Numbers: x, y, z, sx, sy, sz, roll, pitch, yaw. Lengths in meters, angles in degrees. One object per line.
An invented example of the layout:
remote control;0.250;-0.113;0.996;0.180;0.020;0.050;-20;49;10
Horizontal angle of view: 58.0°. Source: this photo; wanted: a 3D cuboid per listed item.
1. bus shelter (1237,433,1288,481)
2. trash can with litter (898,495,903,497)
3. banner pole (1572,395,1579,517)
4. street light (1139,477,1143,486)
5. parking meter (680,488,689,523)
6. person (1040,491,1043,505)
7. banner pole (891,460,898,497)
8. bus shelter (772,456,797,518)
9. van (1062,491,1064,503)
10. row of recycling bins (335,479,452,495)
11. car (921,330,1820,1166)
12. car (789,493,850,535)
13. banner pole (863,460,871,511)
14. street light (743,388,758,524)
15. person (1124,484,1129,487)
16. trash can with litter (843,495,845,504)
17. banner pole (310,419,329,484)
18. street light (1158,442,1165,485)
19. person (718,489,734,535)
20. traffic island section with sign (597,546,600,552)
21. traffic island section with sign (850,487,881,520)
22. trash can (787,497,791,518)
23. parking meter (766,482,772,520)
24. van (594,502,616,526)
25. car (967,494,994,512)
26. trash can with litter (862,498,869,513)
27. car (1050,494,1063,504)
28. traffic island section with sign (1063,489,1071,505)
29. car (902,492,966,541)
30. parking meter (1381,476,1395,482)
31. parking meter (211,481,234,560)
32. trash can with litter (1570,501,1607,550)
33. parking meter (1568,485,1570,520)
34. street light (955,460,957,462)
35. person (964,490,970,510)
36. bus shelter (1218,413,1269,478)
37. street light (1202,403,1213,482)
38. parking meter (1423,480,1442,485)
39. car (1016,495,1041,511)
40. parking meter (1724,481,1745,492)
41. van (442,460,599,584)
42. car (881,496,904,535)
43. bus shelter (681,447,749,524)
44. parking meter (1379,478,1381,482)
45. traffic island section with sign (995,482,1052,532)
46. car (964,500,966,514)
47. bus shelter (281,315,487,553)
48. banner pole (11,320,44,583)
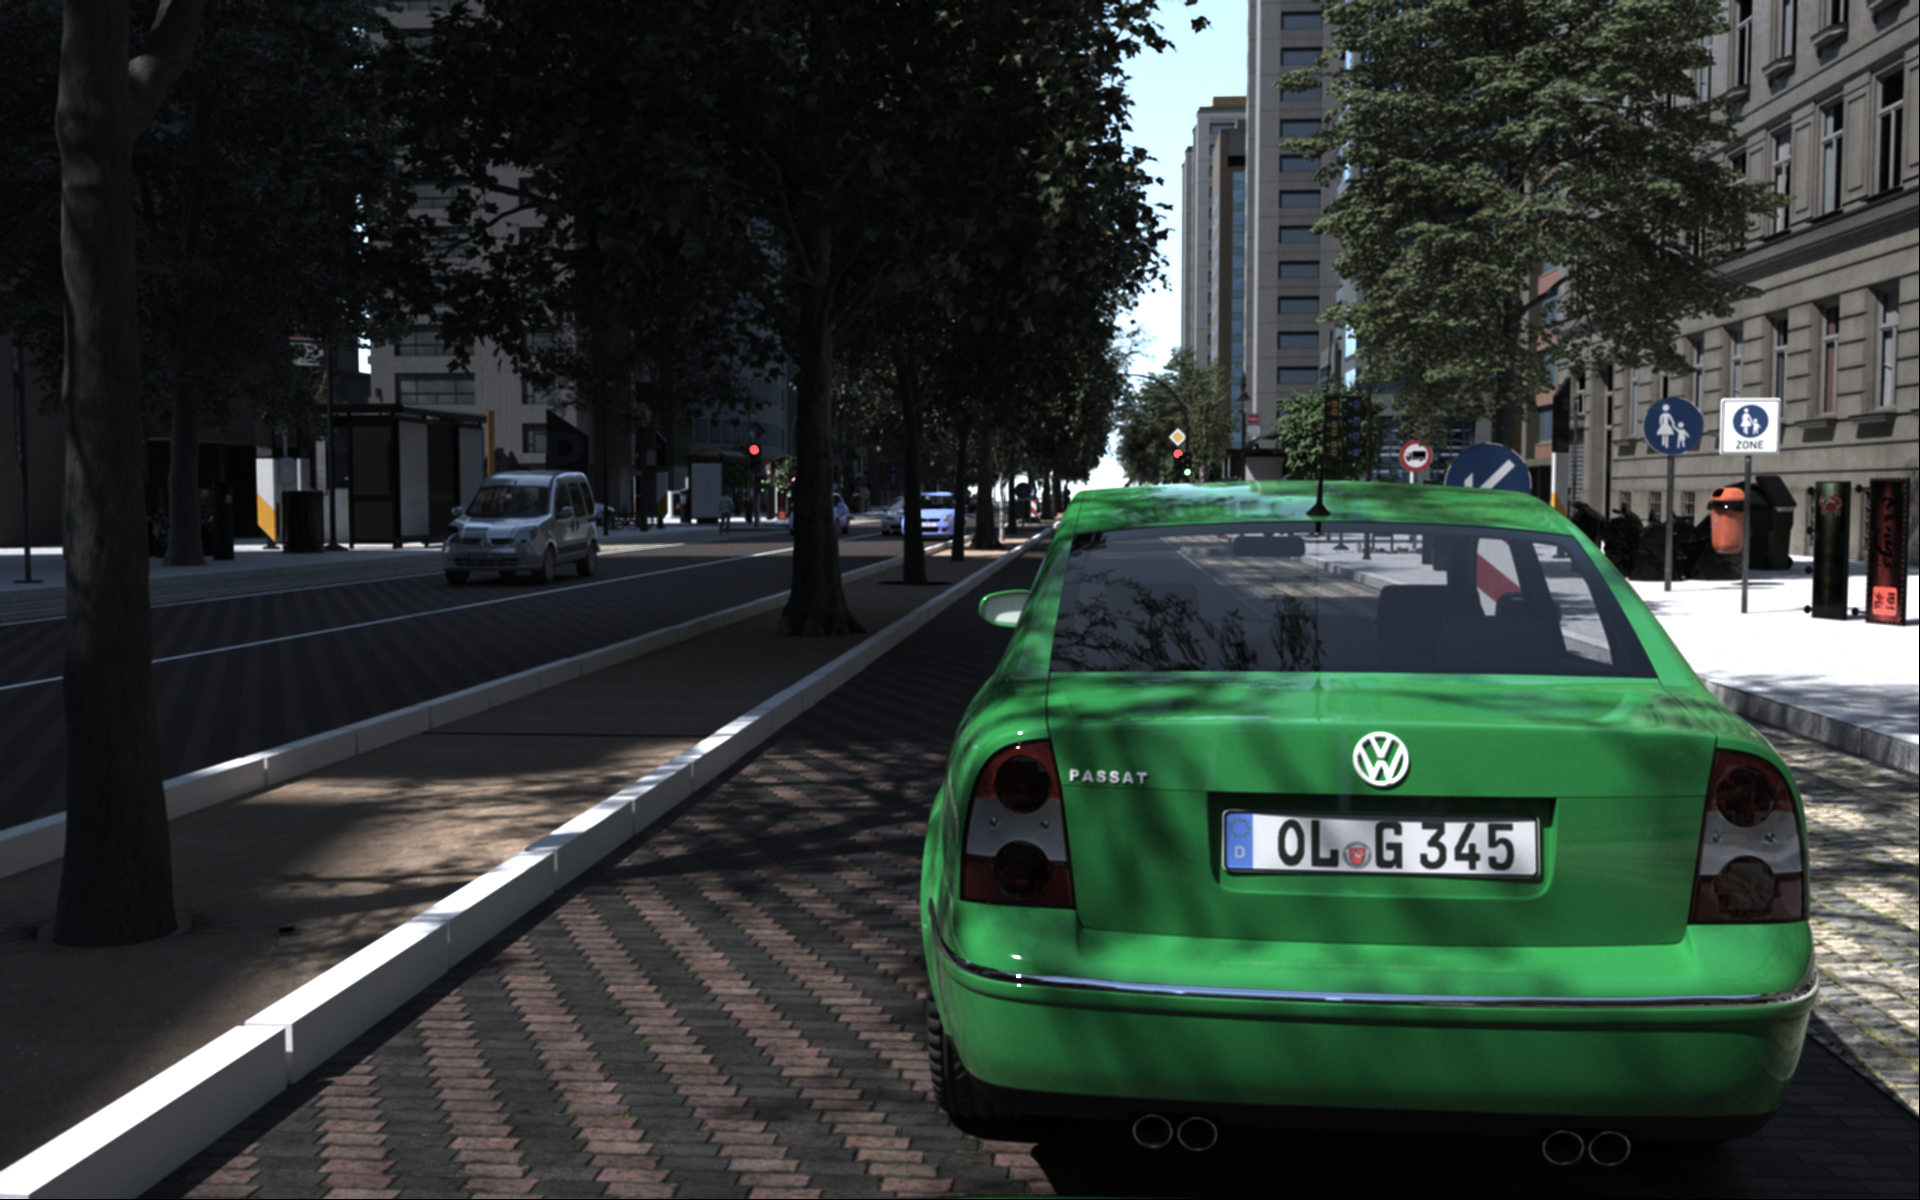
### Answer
bus shelter;10.729;-4.017;59.596;2.014;3.302;5.546;0;4;5
trash can with litter;-4.957;-8.449;149.533;1.055;1.170;0.624;-2;4;-32
banner pole;15.486;-3.279;43.623;0.401;3.779;0.863;1;4;19
street light;25.381;-16.633;244.736;0.468;5.910;1.993;0;4;5
parking meter;-12.214;-4.180;76.751;0.372;1.533;0.369;0;3;0
person;11.391;-14.005;237.420;1.348;1.831;0.705;3;5;44
banner pole;-4.775;-8.398;127.317;0.863;3.779;0.401;3;4;36
bus shelter;-8.923;-6.108;93.782;2.014;3.302;5.546;0;4;5
van;12.659;-13.194;222.724;2.013;2.044;4.112;0;4;3
row of recycling bins;-15.671;-2.534;48.537;3.534;1.692;1.069;-2;4;-32
car;0.970;0.216;5.259;1.959;1.807;4.718;0;4;6
car;-5.009;-3.192;61.781;1.945;1.707;3.694;0;4;6
banner pole;-6.819;-8.454;128.247;0.863;3.779;0.401;3;4;37
street light;-9.139;-6.267;75.248;0.468;5.910;1.993;0;4;5
person;5.976;-3.259;61.967;0.419;1.800;0.721;1;4;12
trash can with litter;-9.700;-8.061;142.854;1.678;1.210;2.233;1;4;15
banner pole;-18.541;-3.702;50.538;0.863;3.779;0.401;-3;4;-38
street light;17.435;-10.706;147.827;0.468;5.910;1.993;0;4;5
person;-8.129;-3.052;60.216;0.589;1.601;0.330;1;4;19
traffic island section with sign;-9.918;-2.062;42.347;1.989;1.847;2.006;0;4;5
traffic island section with sign;-5.387;-5.430;97.411;1.989;1.847;2.006;0;4;5
trash can;-8.728;-4.822;90.497;0.748;1.137;0.748;0;3;0
parking meter;-9.494;-4.927;86.263;0.255;1.863;0.399;-1;4;-13
van;-16.153;-3.905;70.854;4.112;2.044;2.013;0;4;5
car;1.623;-7.775;136.154;2.155;1.783;4.494;0;4;4
trash can with litter;-6.501;-6.544;118.380;0.624;1.170;1.055;0;4;-3
car;11.582;-12.347;210.919;2.155;1.783;4.494;0;4;3
traffic island section with sign;9.158;-8.593;148.624;2.006;1.907;1.989;0;4;5
car;-0.801;-2.723;54.118;1.945;1.707;3.694;0;4;6
parking meter;13.761;-3.048;55.539;0.255;1.863;0.399;2;4;26
parking meter;-14.361;-1.549;33.738;0.372;1.533;0.369;0;3;0
trash can with litter;10.495;-1.036;28.331;1.055;1.170;0.624;3;5;45
parking meter;16.926;-2.460;48.632;0.372;1.533;0.369;0;3;0
street light;-0.335;-12.889;183.519;0.468;5.910;1.993;0;4;5
person;0.633;-9.184;158.522;0.599;1.838;0.709;1;4;20
bus shelter;13.675;-6.500;83.913;2.179;5.291;8.768;0;4;5
street light;12.313;-6.953;86.465;0.468;5.910;1.993;0;4;5
parking meter;8.644;-1.421;31.641;0.372;1.533;0.369;0;3;0
car;5.773;-8.357;145.672;2.155;1.783;4.494;0;4;3
parking meter;14.867;-1.521;33.278;0.372;1.533;0.369;0;3;0
van;-7.287;-1.339;28.912;2.013;2.044;4.112;0;4;3
car;-1.659;-3.021;61.757;2.083;1.381;4.827;0;4;5
bus shelter;-10.776;-5.099;77.285;2.014;3.302;5.546;0;4;5
parking meter;15.696;-3.568;64.046;0.399;1.863;0.255;0;4;7
traffic island section with sign;2.379;-3.561;66.356;2.006;1.907;1.989;0;4;5
car;-0.639;-6.253;114.033;2.131;1.459;4.920;0;4;3
bus shelter;-13.770;-3.911;41.582;2.179;5.291;8.768;0;4;5
banner pole;-13.414;-2.124;24.742;0.401;3.779;0.863;-1;4;-18
